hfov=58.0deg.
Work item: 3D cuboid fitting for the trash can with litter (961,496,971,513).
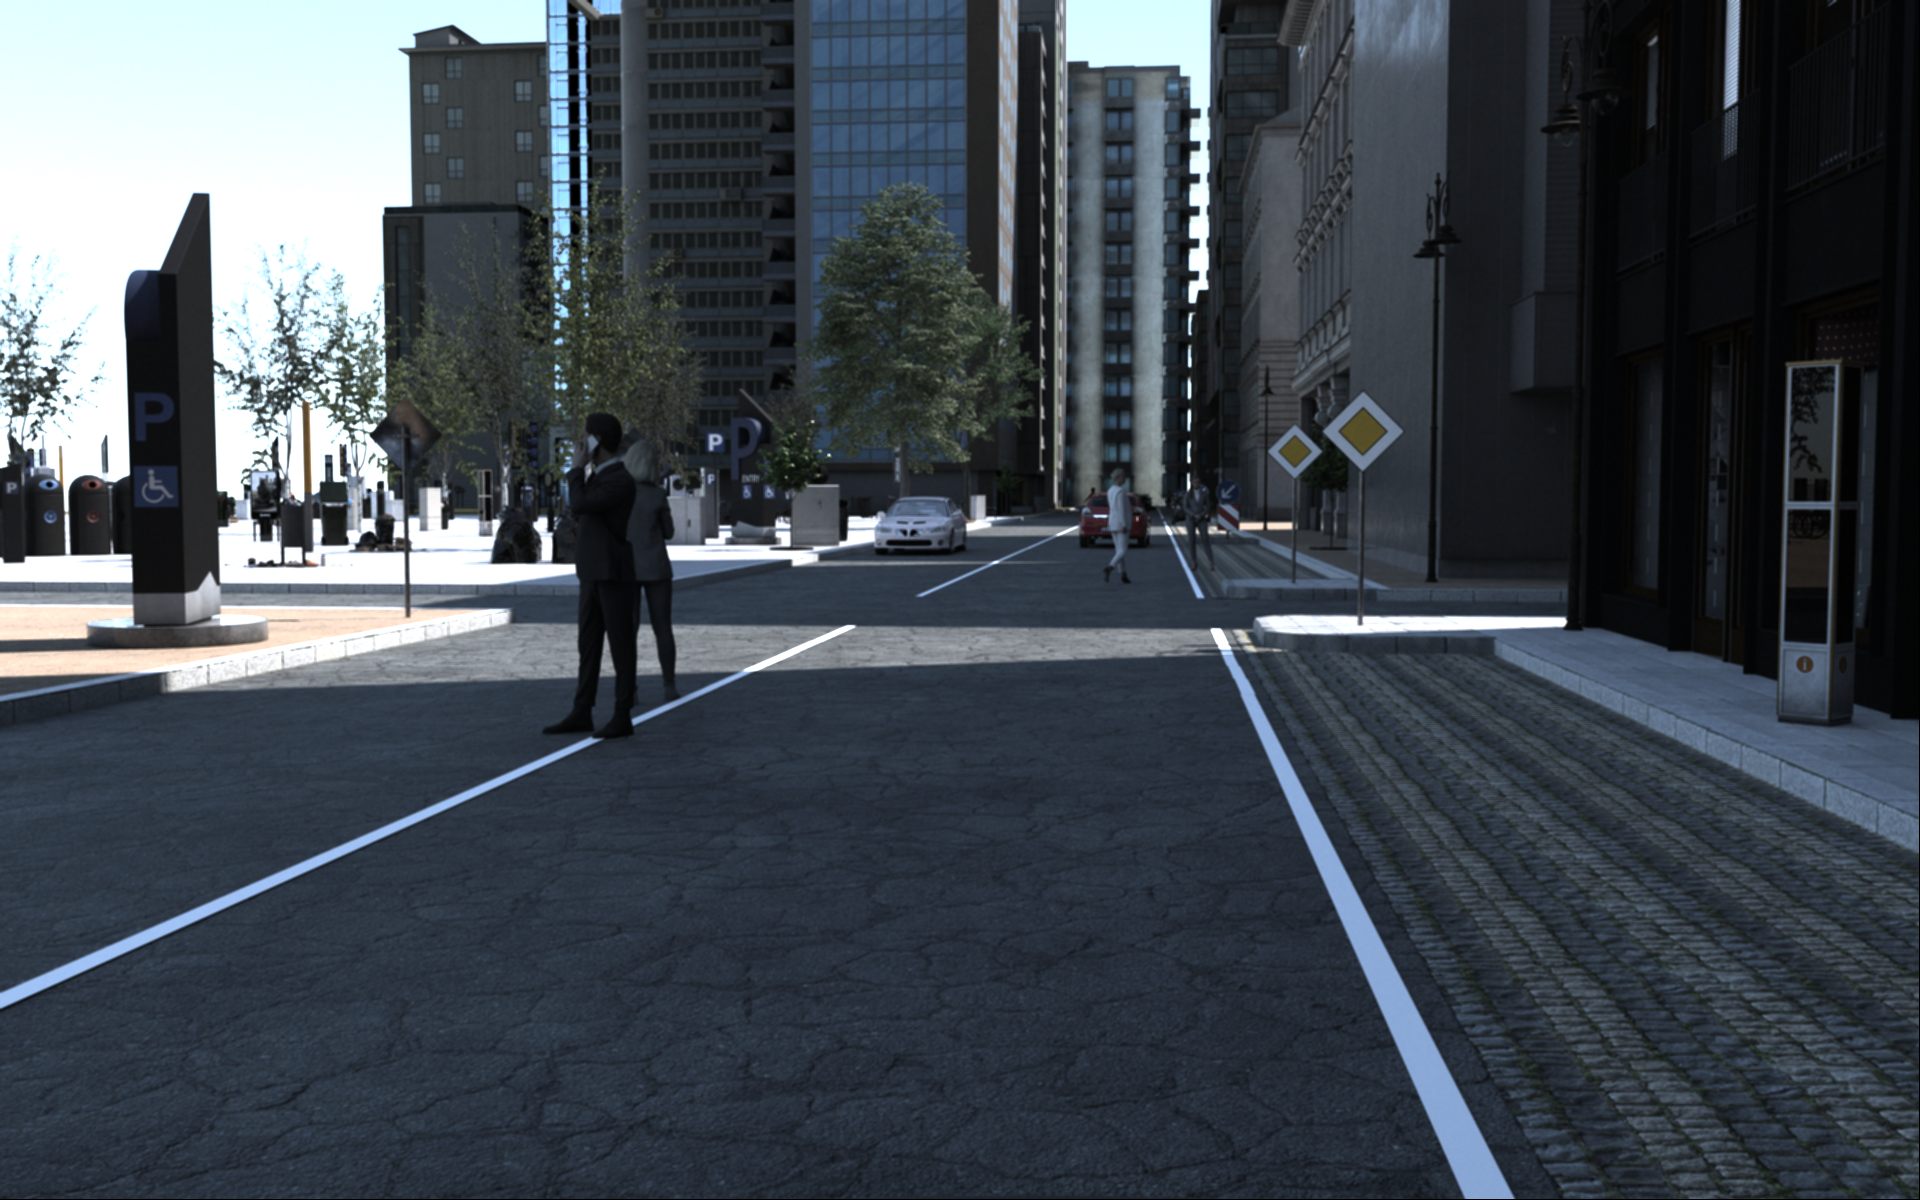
[{"bbox_3d":[0.607,-5.276,97.648,1.055,1.170,0.624,0,4,-1],"label":"trash can with litter"}]

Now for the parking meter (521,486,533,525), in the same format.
[{"bbox_3d":[-14.019,-2.917,56.112,0.372,1.533,0.369,0,3,0],"label":"parking meter"}]

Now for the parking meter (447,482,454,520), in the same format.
[{"bbox_3d":[-25.344,-4.910,85.988,0.399,1.863,0.255,0,4,-5],"label":"parking meter"}]

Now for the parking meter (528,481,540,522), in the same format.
[{"bbox_3d":[-19.562,-4.510,79.445,0.399,1.863,0.255,1,4,9],"label":"parking meter"}]

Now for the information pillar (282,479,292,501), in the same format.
[{"bbox_3d":[-32.119,-4.781,82.657,0.304,2.012,0.304,2,4,32],"label":"information pillar"}]

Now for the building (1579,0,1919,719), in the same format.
[{"bbox_3d":[11.264,-10.882,7.597,12.332,23.373,15.834,0,4,6],"label":"building"}]

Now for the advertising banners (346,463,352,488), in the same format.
[{"bbox_3d":[-33.439,-6.117,96.206,2.074,3.025,0.090,2,4,34],"label":"advertising banners"}]

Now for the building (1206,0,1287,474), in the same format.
[{"bbox_3d":[32.591,-33.061,129.785,28.713,52.752,27.495,0,4,6],"label":"building"}]

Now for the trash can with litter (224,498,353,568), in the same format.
[{"bbox_3d":[-12.062,-1.206,30.771,2.233,1.210,1.678,2,4,25],"label":"trash can with litter"}]

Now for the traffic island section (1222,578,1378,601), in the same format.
[{"bbox_3d":[4.804,-0.157,24.856,2.009,0.180,2.903,0,4,6],"label":"traffic island section"}]

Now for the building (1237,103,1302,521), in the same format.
[{"bbox_3d":[19.660,-14.714,89.724,9.793,20.994,18.267,0,4,6],"label":"building"}]

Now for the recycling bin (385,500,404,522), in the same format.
[{"bbox_3d":[-25.920,-4.095,79.504,0.722,1.027,0.722,-3,5,-40],"label":"recycling bin"}]

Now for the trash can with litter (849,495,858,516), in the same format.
[{"bbox_3d":[-6.391,-5.430,99.839,2.233,1.210,1.678,0,4,-1],"label":"trash can with litter"}]

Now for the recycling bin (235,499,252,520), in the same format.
[{"bbox_3d":[-35.013,-4.428,84.949,0.722,1.027,0.722,1,4,17],"label":"recycling bin"}]

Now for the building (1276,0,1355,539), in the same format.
[{"bbox_3d":[16.437,-12.819,60.501,10.553,20.767,40.483,0,4,6],"label":"building"}]

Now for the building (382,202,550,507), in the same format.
[{"bbox_3d":[-48.634,-24.679,175.209,14.107,30.474,14.160,0,4,6],"label":"building"}]

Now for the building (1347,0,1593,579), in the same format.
[{"bbox_3d":[22.697,-12.862,29.356,30.058,24.678,14.314,0,4,6],"label":"building"}]

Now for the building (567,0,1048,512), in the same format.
[{"bbox_3d":[-9.955,-26.682,128.133,32.217,40.220,23.993,0,4,6],"label":"building"}]

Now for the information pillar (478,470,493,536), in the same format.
[{"bbox_3d":[-14.409,-2.941,52.573,0.304,2.012,0.304,3,5,40],"label":"information pillar"}]

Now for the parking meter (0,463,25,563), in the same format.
[{"bbox_3d":[-17.640,-1.620,32.197,0.399,1.863,0.255,-2,4,-32],"label":"parking meter"}]

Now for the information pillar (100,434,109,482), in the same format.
[{"bbox_3d":[-33.391,-4.668,67.675,0.504,3.616,0.183,3,5,40],"label":"information pillar"}]

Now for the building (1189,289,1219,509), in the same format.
[{"bbox_3d":[35.380,-19.218,159.260,27.650,21.520,28.899,0,4,6],"label":"building"}]

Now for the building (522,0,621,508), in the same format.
[{"bbox_3d":[-26.469,-52.282,167.488,31.000,86.520,22.319,0,4,6],"label":"building"}]

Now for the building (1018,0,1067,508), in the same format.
[{"bbox_3d":[-0.424,-44.535,166.405,20.611,71.187,20.563,0,4,6],"label":"building"}]

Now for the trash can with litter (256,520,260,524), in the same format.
[{"bbox_3d":[-29.451,-3.804,73.578,1.055,1.170,0.624,-3,5,-44],"label":"trash can with litter"}]

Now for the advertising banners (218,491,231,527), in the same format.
[{"bbox_3d":[-29.286,-4.330,66.980,2.074,3.025,0.090,0,4,0],"label":"advertising banners"}]

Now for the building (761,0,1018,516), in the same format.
[{"bbox_3d":[-3.839,-27.997,107.869,14.600,45.320,14.200,0,4,6],"label":"building"}]

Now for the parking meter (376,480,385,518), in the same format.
[{"bbox_3d":[-24.621,-4.154,73.636,0.255,1.863,0.399,0,4,-3],"label":"parking meter"}]

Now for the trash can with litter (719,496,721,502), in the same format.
[{"bbox_3d":[-12.920,-4.768,89.015,2.233,1.210,1.678,-3,5,-42],"label":"trash can with litter"}]

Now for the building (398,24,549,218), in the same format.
[{"bbox_3d":[-46.088,-37.542,203.053,27.495,52.752,28.713,0,4,6],"label":"building"}]

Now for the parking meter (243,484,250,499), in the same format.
[{"bbox_3d":[-39.447,-5.517,95.920,0.399,1.863,0.255,1,4,19],"label":"parking meter"}]

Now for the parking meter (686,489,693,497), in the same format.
[{"bbox_3d":[-14.314,-5.092,91.657,0.372,1.533,0.369,0,3,0],"label":"parking meter"}]

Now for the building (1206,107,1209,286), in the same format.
[{"bbox_3d":[42.329,-34.939,190.861,30.456,49.044,23.786,0,4,6],"label":"building"}]

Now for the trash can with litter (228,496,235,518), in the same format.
[{"bbox_3d":[-38.428,-4.854,90.744,0.624,1.170,1.055,2,4,24],"label":"trash can with litter"}]

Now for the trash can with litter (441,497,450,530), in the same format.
[{"bbox_3d":[-18.835,-3.105,62.162,1.055,1.170,0.624,1,4,20],"label":"trash can with litter"}]

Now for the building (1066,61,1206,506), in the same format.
[{"bbox_3d":[11.449,-35.170,194.634,30.456,49.044,23.786,0,4,6],"label":"building"}]

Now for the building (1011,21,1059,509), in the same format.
[{"bbox_3d":[0.882,-28.283,146.029,14.154,41.232,14.086,0,4,6],"label":"building"}]

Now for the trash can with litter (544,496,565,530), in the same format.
[{"bbox_3d":[-14.479,-3.131,62.242,1.678,1.210,2.233,0,4,-5],"label":"trash can with litter"}]

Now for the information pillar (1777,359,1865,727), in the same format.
[{"bbox_3d":[4.801,-0.317,9.668,0.304,2.012,0.304,-3,5,-40],"label":"information pillar"}]

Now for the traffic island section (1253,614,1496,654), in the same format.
[{"bbox_3d":[3.928,0.328,16.919,2.009,0.180,2.903,0,4,6],"label":"traffic island section"}]

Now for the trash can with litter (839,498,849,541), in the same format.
[{"bbox_3d":[-3.389,-2.193,47.241,0.624,1.170,1.055,-1,4,-16],"label":"trash can with litter"}]

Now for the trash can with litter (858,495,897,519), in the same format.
[{"bbox_3d":[-3.944,-4.842,90.216,2.233,1.210,1.678,0,4,5],"label":"trash can with litter"}]

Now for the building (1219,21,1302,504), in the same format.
[{"bbox_3d":[23.494,-20.661,109.507,14.160,30.474,14.107,0,4,6],"label":"building"}]
